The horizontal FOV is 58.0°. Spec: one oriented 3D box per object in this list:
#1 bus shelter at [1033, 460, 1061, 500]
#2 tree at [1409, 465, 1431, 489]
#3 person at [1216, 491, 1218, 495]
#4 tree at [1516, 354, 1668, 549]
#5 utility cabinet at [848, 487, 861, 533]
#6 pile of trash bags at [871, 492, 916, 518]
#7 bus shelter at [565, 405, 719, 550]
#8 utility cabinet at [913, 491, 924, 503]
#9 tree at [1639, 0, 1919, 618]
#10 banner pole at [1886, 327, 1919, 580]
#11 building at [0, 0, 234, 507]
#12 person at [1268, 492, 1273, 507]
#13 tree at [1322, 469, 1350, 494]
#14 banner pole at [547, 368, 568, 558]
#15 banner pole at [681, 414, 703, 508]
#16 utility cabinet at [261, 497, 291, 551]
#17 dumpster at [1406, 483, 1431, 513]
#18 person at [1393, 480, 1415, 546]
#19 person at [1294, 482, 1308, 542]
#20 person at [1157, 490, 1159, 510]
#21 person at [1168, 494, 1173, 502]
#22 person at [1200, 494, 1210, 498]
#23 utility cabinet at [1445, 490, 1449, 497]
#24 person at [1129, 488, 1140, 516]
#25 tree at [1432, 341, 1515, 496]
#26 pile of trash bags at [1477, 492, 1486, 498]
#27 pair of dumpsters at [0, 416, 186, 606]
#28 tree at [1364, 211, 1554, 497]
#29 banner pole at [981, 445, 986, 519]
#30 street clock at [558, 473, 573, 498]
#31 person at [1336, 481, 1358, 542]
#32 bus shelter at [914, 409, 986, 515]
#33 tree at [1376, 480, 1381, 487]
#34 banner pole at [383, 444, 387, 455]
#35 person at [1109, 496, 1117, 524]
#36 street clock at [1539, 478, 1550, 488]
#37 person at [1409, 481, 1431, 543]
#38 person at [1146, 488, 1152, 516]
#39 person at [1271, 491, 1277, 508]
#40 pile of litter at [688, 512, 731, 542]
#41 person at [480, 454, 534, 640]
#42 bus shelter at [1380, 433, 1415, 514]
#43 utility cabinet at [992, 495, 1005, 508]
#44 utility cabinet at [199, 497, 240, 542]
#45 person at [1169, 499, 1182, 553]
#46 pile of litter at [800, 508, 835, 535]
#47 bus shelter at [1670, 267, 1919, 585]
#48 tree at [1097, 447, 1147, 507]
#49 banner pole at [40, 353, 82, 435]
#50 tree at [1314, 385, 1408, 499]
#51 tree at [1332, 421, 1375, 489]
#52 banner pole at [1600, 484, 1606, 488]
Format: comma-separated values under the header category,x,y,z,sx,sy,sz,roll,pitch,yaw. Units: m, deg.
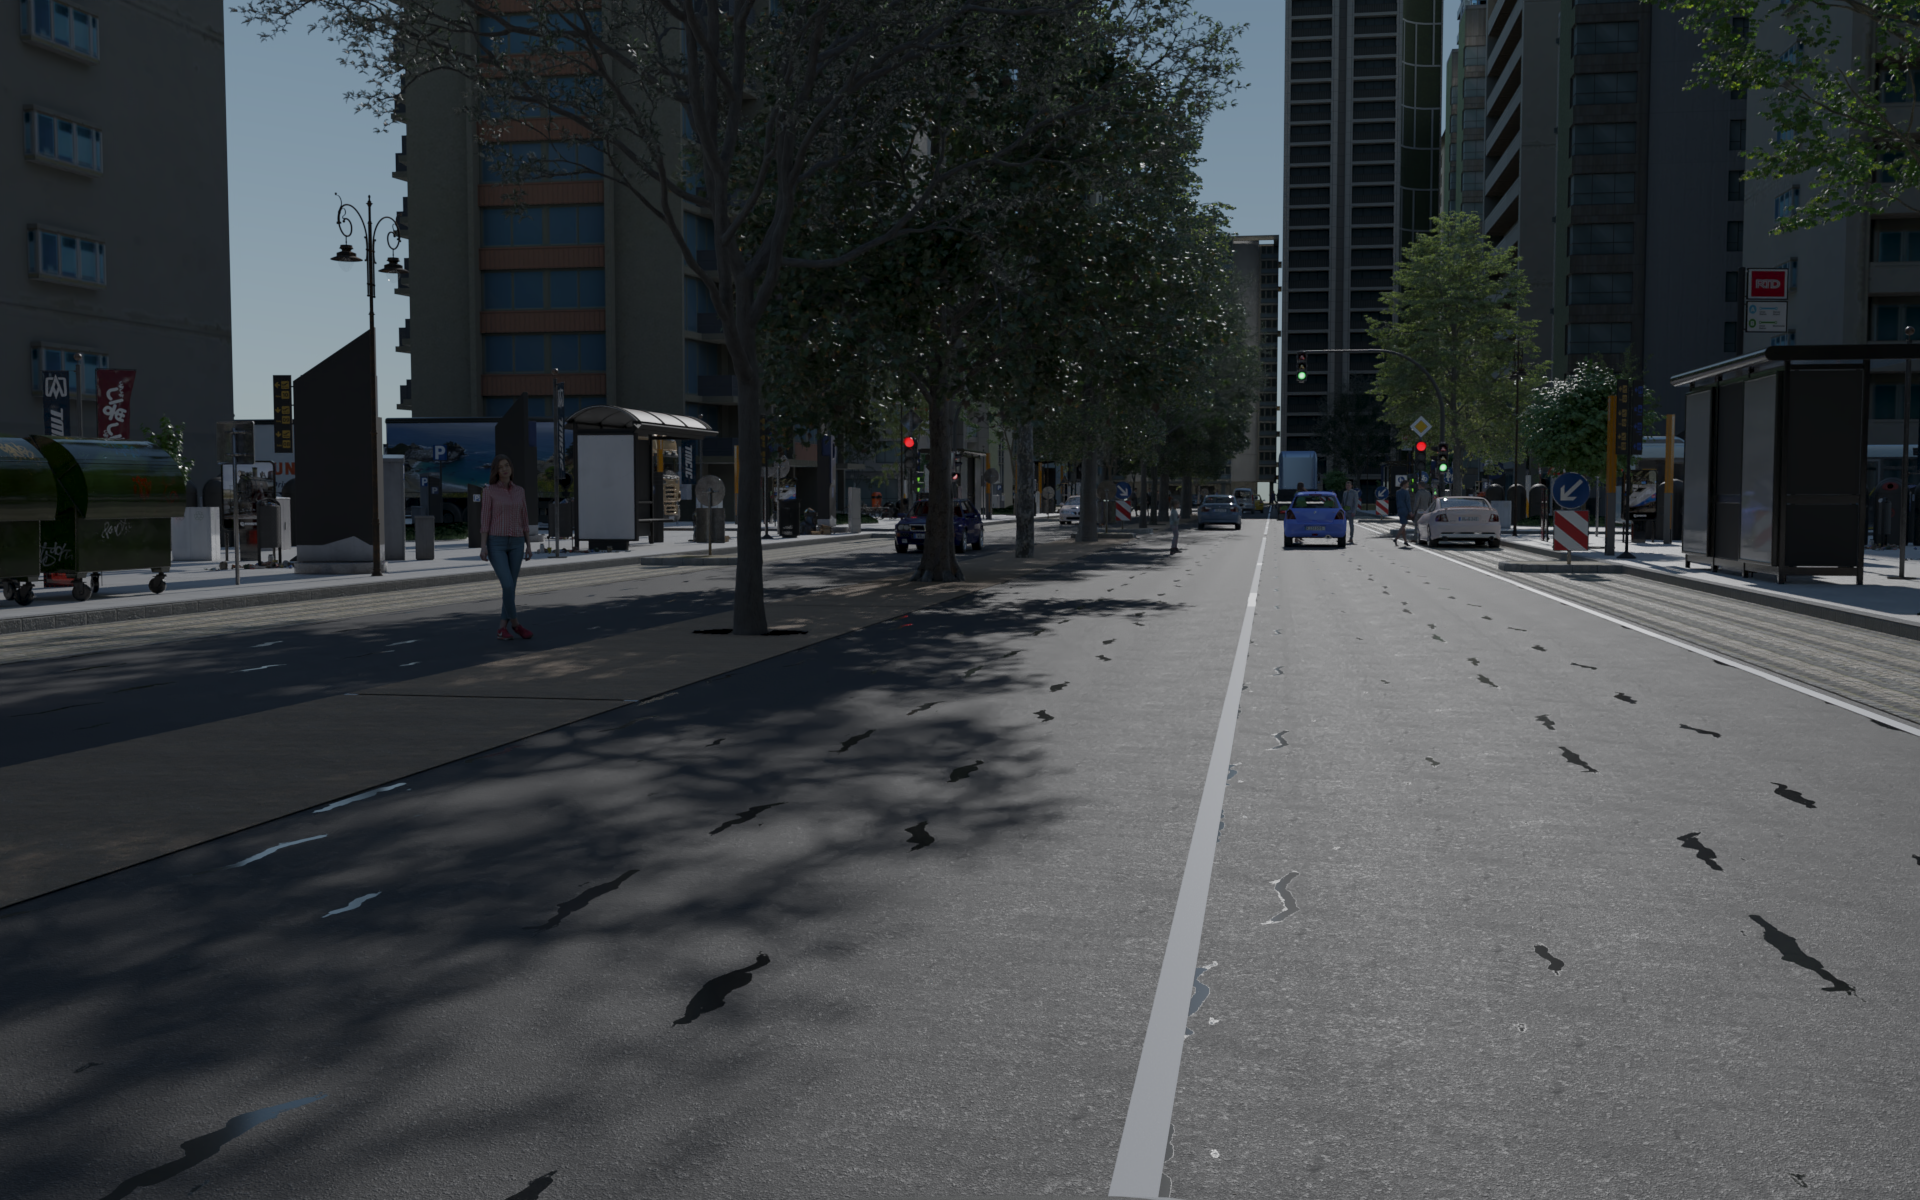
category,x,y,z,sx,sy,sz,roll,pitch,yaw
bus shelter,5.754,-7.861,119.813,1.731,3.624,6.357,1,4,10
tree,26.658,-6.433,99.784,1.663,3.219,1.824,0,3,0
person,30.015,-11.808,201.430,0.599,1.838,0.709,1,4,8
tree,14.874,-3.501,40.949,4.285,4.588,4.351,0,3,0
utility cabinet,-3.451,-2.946,56.841,0.318,1.500,1.173,-1,4,-10
pile of trash bags,-3.496,-5.112,93.326,1.912,1.369,3.447,3,5,41
bus shelter,-7.662,-2.937,41.944,2.014,3.302,5.546,1,4,10
utility cabinet,-2.590,-6.540,115.606,1.173,1.500,0.318,2,4,29
tree,10.709,-5.611,17.489,9.928,11.665,9.643,0,3,0
banner pole,14.427,-2.198,25.961,0.863,3.779,0.401,1,4,11
building,-34.565,-25.672,43.441,21.600,48.544,21.300,1,4,10
person,34.406,-11.104,191.526,0.593,1.643,0.415,0,4,4
tree,44.465,-13.553,205.300,4.285,4.588,4.351,0,3,0
banner pole,-7.961,-2.715,34.414,0.401,3.779,0.863,-2,4,-29
banner pole,-8.363,-3.940,54.435,0.863,3.779,0.401,-1,4,-18
utility cabinet,-15.579,-1.729,39.438,0.306,1.237,1.020,0,4,1
dumpster,23.209,-5.007,87.628,1.264,1.857,1.865,1,4,10
person,12.159,-2.392,47.640,0.654,1.822,0.581,-1,4,-13
person,10.232,-2.654,52.143,0.529,1.795,0.600,-3,4,-37
person,17.893,-8.973,155.745,0.750,1.759,0.617,-2,4,-24
person,19.339,-9.072,160.089,1.065,1.426,0.557,-1,4,-11
person,23.308,-9.498,163.891,1.348,1.812,0.705,1,4,13
utility cabinet,26.622,-5.269,94.830,0.318,1.500,1.173,-1,4,-20
person,11.123,-6.247,110.597,0.822,1.834,0.622,1,4,13
tree,23.248,-7.901,79.551,4.360,8.622,3.978,0,3,0
pile of trash bags,22.388,-3.999,75.136,1.912,1.369,3.447,0,4,5
pair of dumpsters,-11.085,-1.089,20.307,1.574,2.255,4.437,1,4,10
tree,19.835,-9.307,70.293,7.486,12.596,7.792,0,3,0
banner pole,1.225,-6.078,89.389,0.401,3.779,0.863,0,4,5
street clock,-13.465,-3.340,59.185,0.471,2.002,0.358,0,4,8
person,11.588,-2.634,51.658,0.391,1.810,0.635,-3,5,-44
bus shelter,-0.573,-6.304,80.705,2.179,5.291,8.768,1,4,10
tree,31.885,-8.263,129.698,1.663,3.219,1.824,0,3,0
banner pole,-25.163,-5.248,75.821,0.863,3.779,0.401,0,4,1
person,7.324,-4.558,83.202,0.511,1.800,0.466,3,5,42
street clock,26.573,-4.541,78.819,0.358,2.002,0.471,-2,4,-24
person,13.526,-2.578,50.759,0.694,1.812,0.767,-2,4,-33
person,12.379,-6.394,112.814,0.659,1.850,0.755,0,4,-6
person,31.400,-10.014,172.678,0.683,1.767,0.568,-2,4,-28
pile of litter,-6.748,-1.994,46.568,1.176,0.858,1.719,0,4,-4
person,-4.482,-0.522,17.042,0.388,1.821,0.555,3,5,39
bus shelter,28.357,-8.220,112.028,2.179,5.291,8.768,1,4,10
utility cabinet,2.922,-7.157,128.182,0.306,1.237,1.020,2,4,35
utility cabinet,-19.679,-2.139,46.128,1.020,1.237,0.306,0,4,2
person,5.240,-1.791,42.056,0.394,1.301,0.425,-1,4,-17
pile of litter,-4.479,-2.495,54.761,1.176,0.858,1.719,2,4,35
bus shelter,13.167,-3.110,28.487,2.179,5.291,8.768,1,4,10
tree,21.173,-16.232,199.800,7.601,10.594,8.767,3,5,42
banner pole,-15.908,-2.499,30.874,0.863,3.779,0.401,0,4,-3
tree,34.203,-13.040,147.615,8.767,10.594,7.601,1,4,21
tree,35.989,-12.688,157.814,4.360,8.622,3.978,0,3,0
banner pole,30.072,-5.523,80.324,0.401,3.779,0.863,-3,4,-38
